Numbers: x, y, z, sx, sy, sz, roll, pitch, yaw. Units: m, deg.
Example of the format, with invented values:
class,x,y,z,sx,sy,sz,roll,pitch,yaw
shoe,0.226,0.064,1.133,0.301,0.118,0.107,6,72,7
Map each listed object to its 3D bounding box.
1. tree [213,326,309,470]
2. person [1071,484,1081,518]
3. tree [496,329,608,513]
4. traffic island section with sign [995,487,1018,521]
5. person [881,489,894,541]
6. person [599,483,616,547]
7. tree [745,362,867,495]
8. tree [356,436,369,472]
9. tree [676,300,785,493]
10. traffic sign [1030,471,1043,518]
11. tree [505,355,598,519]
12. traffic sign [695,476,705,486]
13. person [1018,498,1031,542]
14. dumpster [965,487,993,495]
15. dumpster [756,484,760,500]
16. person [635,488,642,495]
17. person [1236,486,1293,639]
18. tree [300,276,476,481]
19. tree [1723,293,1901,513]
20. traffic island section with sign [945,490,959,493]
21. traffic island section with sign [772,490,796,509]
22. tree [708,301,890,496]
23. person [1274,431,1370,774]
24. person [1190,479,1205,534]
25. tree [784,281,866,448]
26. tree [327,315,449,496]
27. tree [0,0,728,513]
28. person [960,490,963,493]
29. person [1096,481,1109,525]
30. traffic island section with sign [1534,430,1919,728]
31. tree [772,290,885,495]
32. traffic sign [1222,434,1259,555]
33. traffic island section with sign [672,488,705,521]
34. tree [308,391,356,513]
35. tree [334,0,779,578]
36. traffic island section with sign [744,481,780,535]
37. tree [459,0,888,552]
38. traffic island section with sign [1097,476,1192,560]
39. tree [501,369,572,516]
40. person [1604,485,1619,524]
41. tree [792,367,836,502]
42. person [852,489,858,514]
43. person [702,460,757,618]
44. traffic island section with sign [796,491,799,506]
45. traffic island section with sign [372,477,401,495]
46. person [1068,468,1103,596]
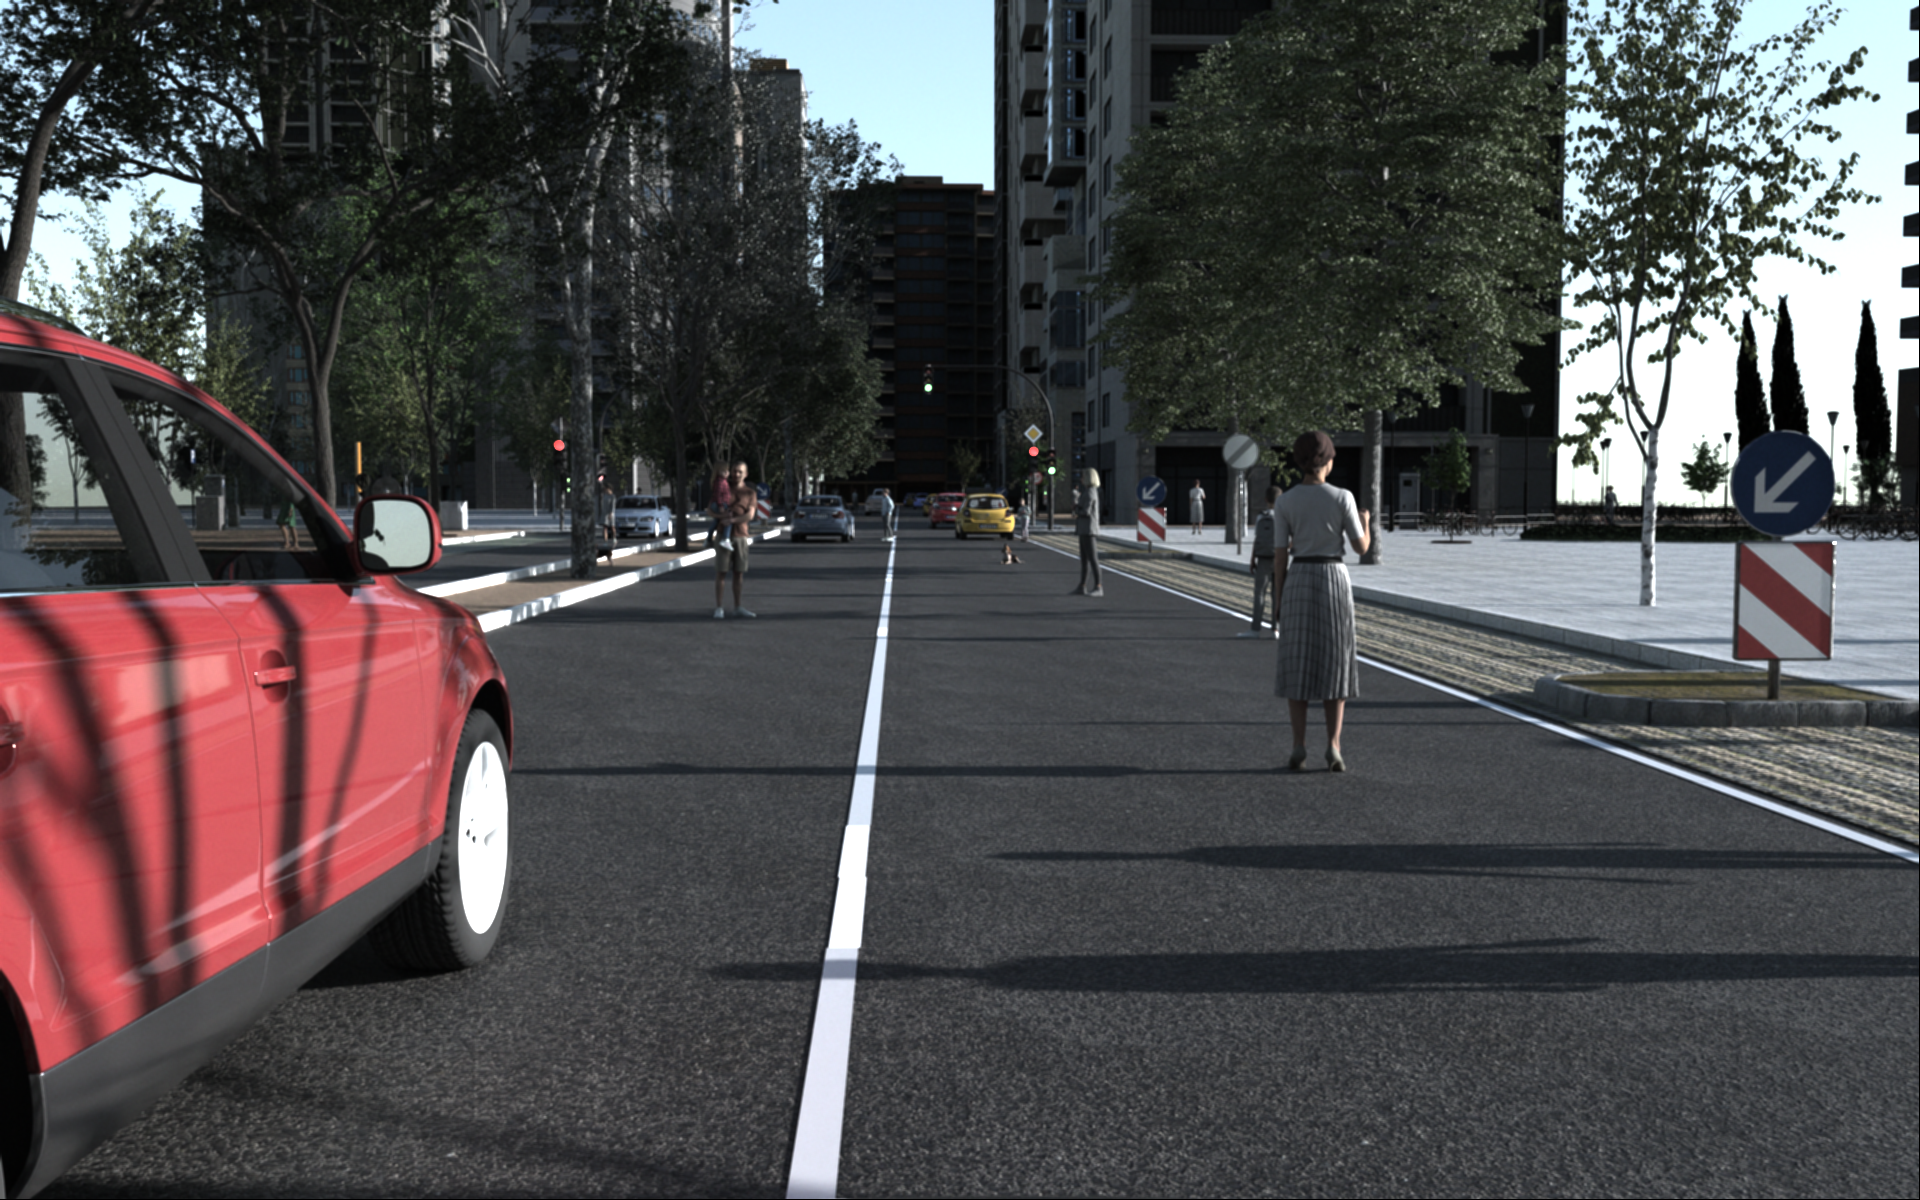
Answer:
class,x,y,z,sx,sy,sz,roll,pitch,yaw
tree,-31.978,-7.742,76.950,4.360,8.622,3.978,0,3,0
person,6.295,-5.358,93.820,0.466,1.800,0.511,1,4,20
tree,-28.142,-12.306,119.328,7.486,12.596,7.792,0,3,0
traffic island section with sign,2.093,-5.222,94.000,1.989,1.847,2.006,0,4,-2
person,-2.274,-2.636,53.403,0.330,1.601,0.589,-1,4,-22
person,-9.636,-2.336,47.448,0.466,1.731,0.760,0,4,0
tree,-9.666,-11.644,118.591,9.928,11.665,9.643,0,3,0
tree,-41.642,-10.219,117.444,4.360,8.622,3.978,0,3,0
tree,-8.013,-6.457,58.393,4.360,8.622,3.978,0,3,0
traffic sign,4.125,-5.751,94.140,0.768,2.556,0.104,0,4,2
tree,-21.467,-8.561,90.341,4.737,8.622,4.395,0,3,0
traffic sign,-17.914,-7.309,119.234,0.795,2.593,0.064,0,4,8
person,1.927,-2.401,52.034,0.425,1.301,0.394,1,4,10
dumpster,1.235,-6.310,111.387,1.865,1.857,1.264,0,4,-1
dumpster,-16.587,-8.133,137.929,1.985,2.255,1.502,0,4,-3
person,-14.091,-4.064,75.776,0.563,1.720,0.643,-3,4,-38
person,3.048,-0.369,17.121,0.503,1.515,0.523,-3,4,-39
tree,-33.699,-11.944,101.946,9.857,13.997,8.962,0,3,0
tree,58.912,-13.310,119.443,13.155,14.587,18.604,-1,4,-10
traffic island section with sign,-0.569,-9.938,171.110,1.989,1.847,2.006,0,4,-2
traffic island section with sign,-17.486,-9.903,170.535,1.989,1.847,2.006,0,4,-2
tree,-8.829,-10.968,98.786,9.611,12.733,9.660,0,3,0
person,1.877,0.005,8.988,0.480,1.755,0.524,1,4,16
person,7.586,-2.985,55.414,0.480,1.755,0.524,0,4,2
tree,-7.202,-7.056,52.236,8.767,10.594,7.601,0,4,-2
tree,-22.716,-7.352,70.572,4.737,8.622,4.395,0,3,0
tree,-6.546,-4.968,18.093,8.767,10.594,7.601,0,4,-2
person,-0.227,-8.079,140.805,1.509,1.804,0.699,-3,4,-38
person,5.930,-4.067,72.636,0.767,1.812,0.694,-3,4,-36
traffic island section with sign,4.965,-0.176,11.504,1.989,1.847,2.006,0,4,-2
tree,-9.123,-12.199,108.559,9.857,13.997,8.962,0,3,0
traffic sign,5.907,-2.229,36.546,0.768,2.556,0.104,0,4,7
traffic island section with sign,-14.809,-5.187,93.437,1.989,1.847,2.006,0,4,-2
tree,-41.717,-9.881,111.921,4.360,8.622,3.978,0,3,0
tree,-7.636,-10.475,29.614,12.611,20.169,13.585,0,3,0
traffic island section with sign,-7.535,-3.252,61.303,2.006,1.907,1.989,0,4,-2
tree,-6.845,-7.915,42.239,12.009,13.543,11.850,0,3,0
traffic island section with sign,4.023,-1.824,38.443,1.989,1.847,2.006,0,4,-2
tree,-25.043,-9.322,102.776,4.360,8.622,3.978,0,3,0
person,25.559,-3.609,67.923,0.534,1.772,0.576,3,5,43
tree,-8.536,-8.503,91.844,4.360,8.622,3.978,0,3,0
person,-7.508,-7.023,123.547,0.478,1.798,0.641,-2,4,-32
person,-2.689,-0.711,20.097,0.573,1.828,0.580,2,4,27
traffic island section with sign,-18.410,-11.550,197.474,1.989,1.847,2.006,0,4,-2
traffic island section with sign,-12.916,-1.839,38.693,1.989,1.847,2.006,0,4,-2
person,1.753,-0.963,24.422,0.526,1.800,0.537,1,4,12
